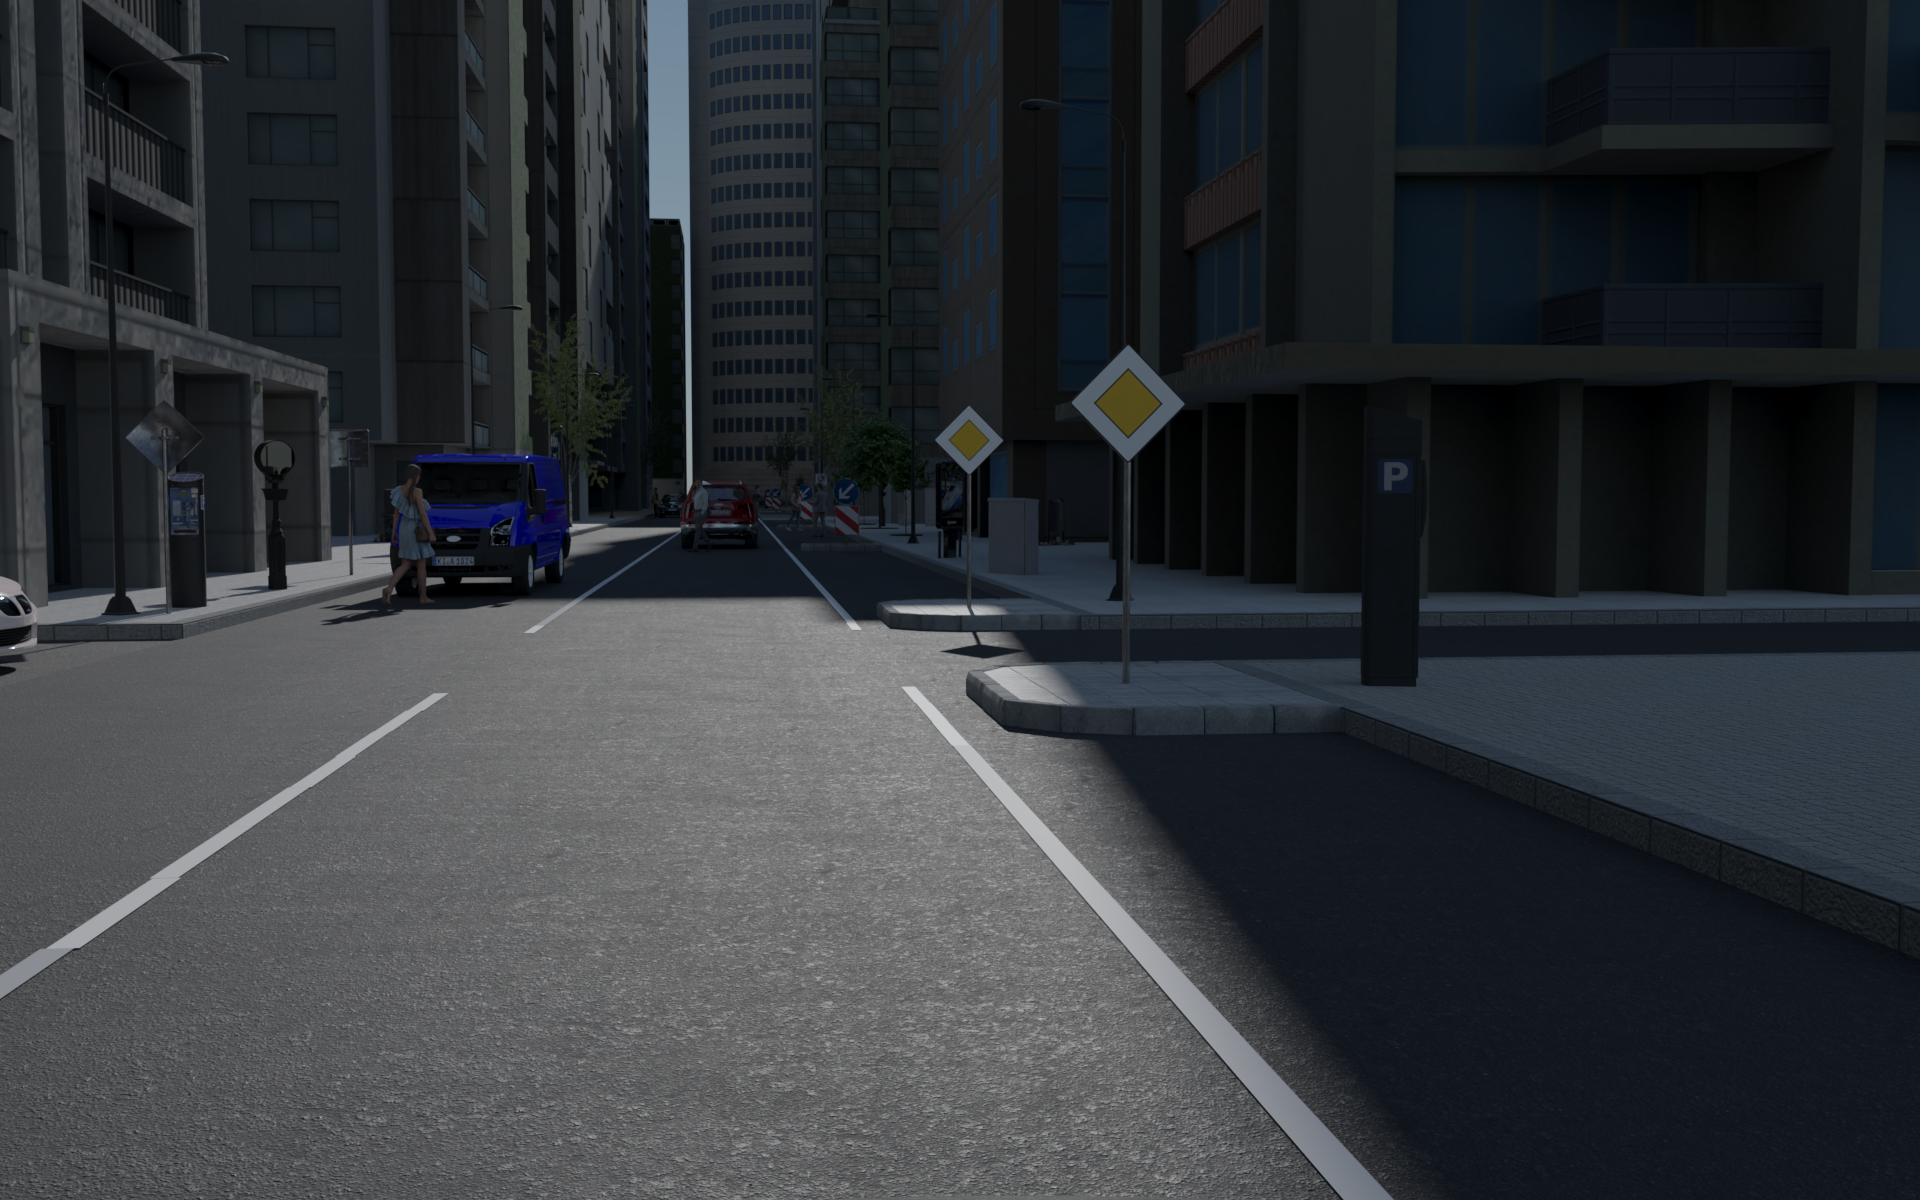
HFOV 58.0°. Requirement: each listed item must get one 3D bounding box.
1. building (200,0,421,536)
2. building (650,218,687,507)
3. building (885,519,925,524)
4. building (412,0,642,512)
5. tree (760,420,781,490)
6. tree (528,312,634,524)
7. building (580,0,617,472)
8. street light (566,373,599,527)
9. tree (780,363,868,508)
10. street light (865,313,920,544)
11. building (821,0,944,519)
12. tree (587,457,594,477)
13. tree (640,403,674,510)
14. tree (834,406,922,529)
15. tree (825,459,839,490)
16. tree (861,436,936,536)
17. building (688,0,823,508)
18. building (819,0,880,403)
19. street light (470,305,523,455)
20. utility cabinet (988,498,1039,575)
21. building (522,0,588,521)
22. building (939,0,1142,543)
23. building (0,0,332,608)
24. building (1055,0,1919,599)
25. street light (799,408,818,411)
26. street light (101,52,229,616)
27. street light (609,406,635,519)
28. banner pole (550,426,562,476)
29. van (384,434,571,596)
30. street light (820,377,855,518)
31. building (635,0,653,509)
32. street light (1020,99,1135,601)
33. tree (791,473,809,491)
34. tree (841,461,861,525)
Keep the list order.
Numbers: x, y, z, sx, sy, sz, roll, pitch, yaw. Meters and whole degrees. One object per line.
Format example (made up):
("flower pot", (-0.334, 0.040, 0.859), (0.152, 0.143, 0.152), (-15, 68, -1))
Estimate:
("building", (-22.353, -22.848, 57.159), (14.154, 41.232, 14.086), (0, 4, -7))
("building", (-36.043, -25.133, 182.623), (14.107, 30.474, 14.160), (0, 4, -7))
("building", (3.125, -18.916, 80.977), (14.160, 30.474, 14.107), (0, 4, -7))
("building", (-31.030, -27.106, 126.772), (14.154, 41.232, 14.086), (0, 4, -7))
("tree", (-16.641, -13.030, 163.395), (4.737, 8.622, 4.395), (0, 3, 0))
("tree", (-15.711, -7.333, 70.259), (4.737, 8.622, 4.395), (0, 3, 0))
("building", (-35.450, -31.509, 104.410), (28.713, 52.752, 27.495), (0, 4, -7))
("street light", (-14.543, -5.751, 66.568), (1.470, 5.913, 1.316), (0, 4, -7))
("tree", (-7.078, -8.943, 96.576), (4.737, 8.622, 4.395), (0, 3, 0))
("street light", (-1.750, -4.412, 44.670), (1.470, 5.913, 1.316), (0, 4, -7))
("building", (-1.631, -20.544, 107.602), (14.160, 30.474, 14.107), (0, 4, -7))
("tree", (-21.013, -6.573, 91.186), (4.285, 4.588, 4.351), (0, 3, 0))
("tree", (-25.043, -11.520, 138.706), (4.360, 8.622, 3.978), (0, 3, 0))
("tree", (-3.061, -4.923, 64.213), (4.285, 4.588, 4.351), (0, 3, 0))
("tree", (-5.156, -5.246, 80.367), (1.663, 3.219, 1.824), (0, 3, 0))
("tree", (-1.741, -3.572, 53.005), (1.663, 3.219, 1.824), (0, 3, 0))
("building", (-15.157, -39.554, 188.712), (28.212, 58.520, 21.231), (0, 4, -7))
("building", (3.635, -32.985, 128.541), (28.713, 52.752, 27.495), (0, 4, -7))
("street light", (-11.457, -4.291, 42.698), (1.470, 5.913, 1.316), (0, 4, -7))
("utility cabinet", (0.859, -1.015, 27.759), (0.306, 1.237, 1.020), (-2, 4, -33))
("building", (-24.974, -18.819, 79.388), (14.160, 30.474, 14.107), (0, 4, -7))
("building", (7.036, -24.568, 51.793), (14.600, 45.320, 14.200), (0, 4, -7))
("building", (-21.763, -35.933, 25.751), (20.563, 71.187, 20.611), (0, 4, -7))
("building", (16.641, -23.014, 30.906), (28.867, 44.769, 22.147), (0, 4, -7))
("street light", (-7.941, -7.384, 93.272), (1.470, 5.913, 1.316), (0, 4, -7))
("street light", (-8.401, -2.800, 18.328), (1.470, 5.913, 1.316), (0, 4, -7))
("street light", (-17.735, -7.236, 90.853), (1.470, 5.913, 1.316), (0, 4, -7))
("banner pole", (-14.816, -4.510, 63.762), (0.401, 3.779, 0.863), (1, 4, 23))
("van", (-7.166, -1.331, 26.144), (2.240, 2.365, 5.245), (0, 4, -6))
("street light", (-4.770, -5.898, 68.980), (1.470, 5.913, 1.316), (0, 4, -7))
("building", (-41.981, -37.412, 153.687), (28.212, 58.520, 21.231), (0, 4, -7))
("street light", (1.397, -2.940, 20.617), (1.470, 5.913, 1.316), (0, 4, -7))
("tree", (-14.561, -9.929, 156.933), (1.663, 3.219, 1.824), (0, 3, 0))
("tree", (-4.038, -4.755, 72.348), (1.663, 3.219, 1.824), (0, 3, 0))
